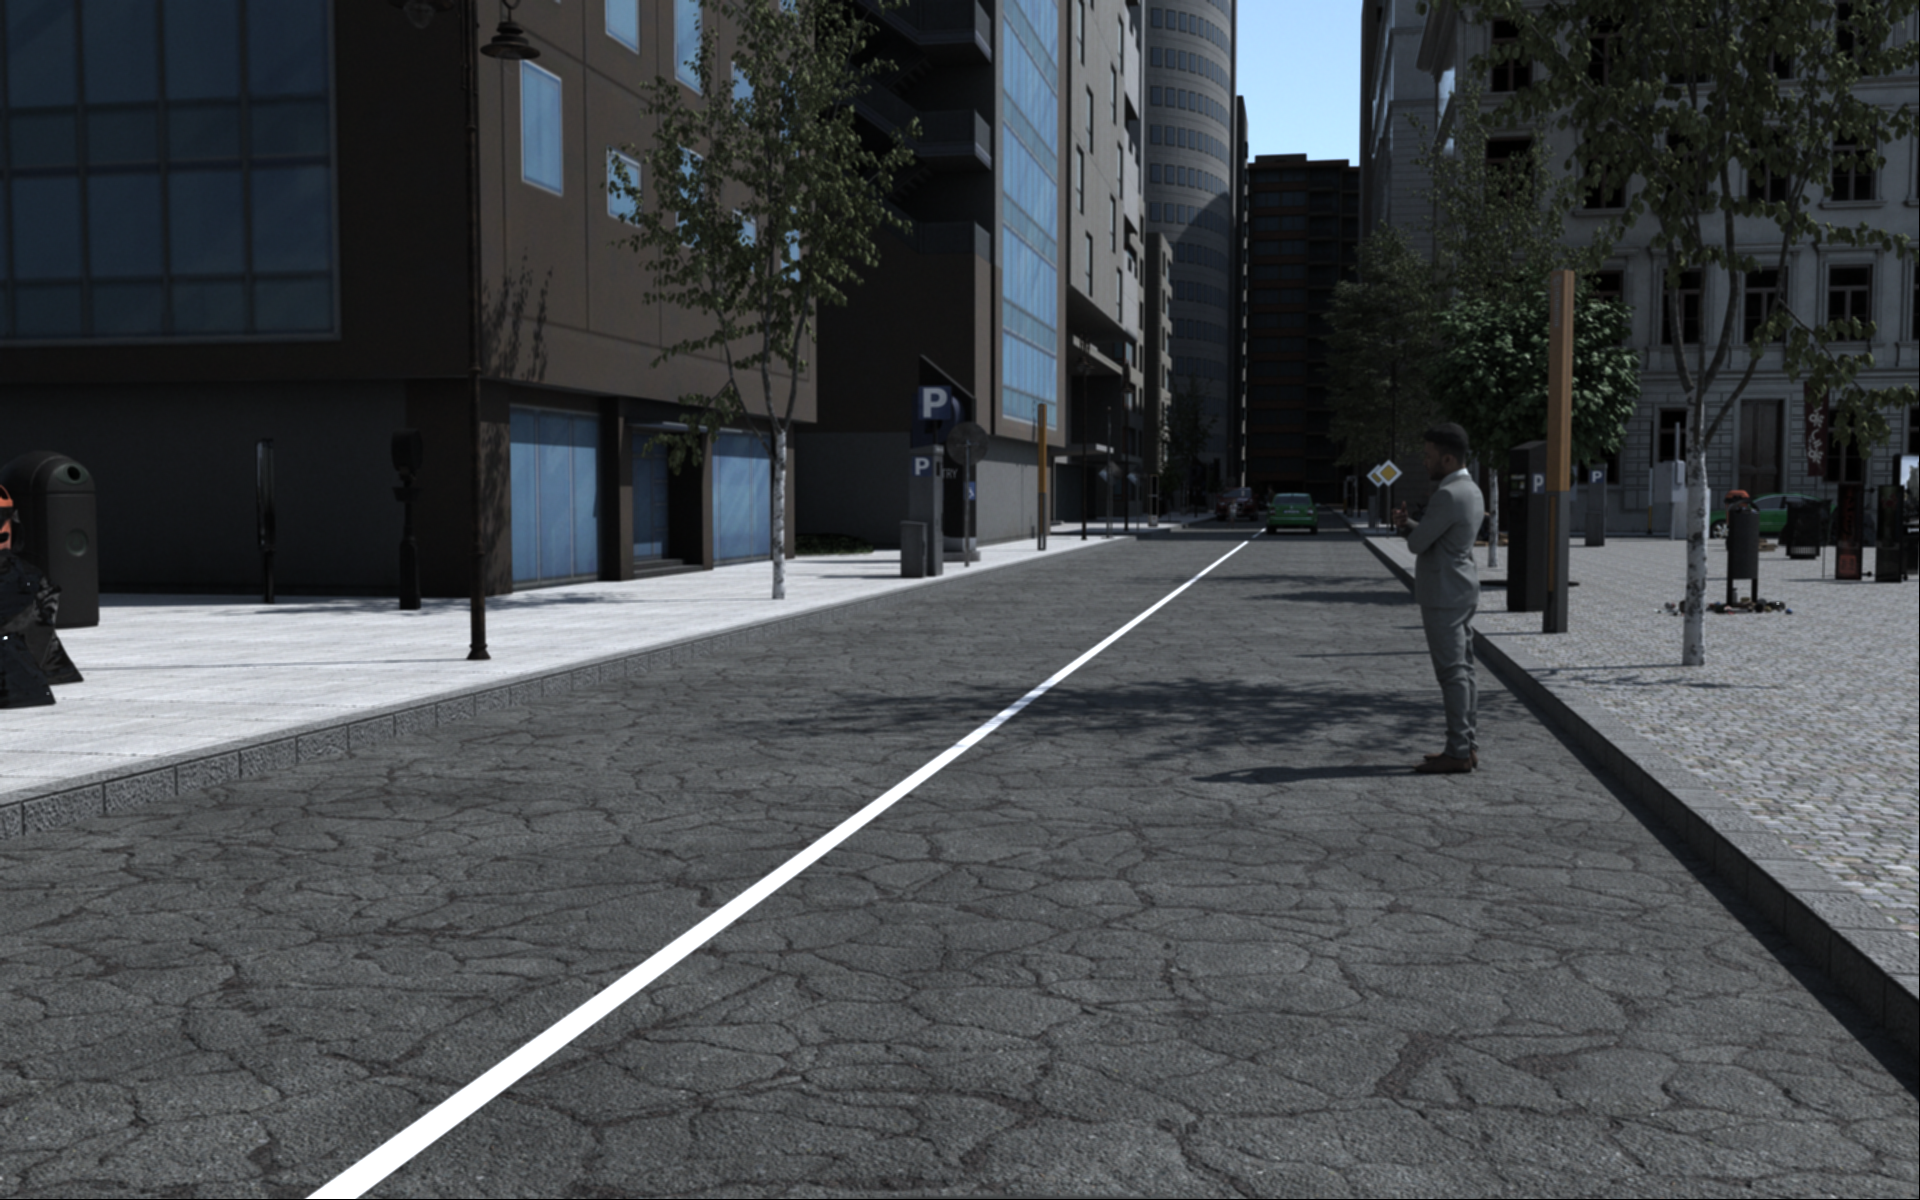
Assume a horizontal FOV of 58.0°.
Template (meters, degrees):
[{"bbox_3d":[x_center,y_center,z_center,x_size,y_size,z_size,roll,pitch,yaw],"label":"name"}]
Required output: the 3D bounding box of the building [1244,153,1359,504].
[{"bbox_3d":[40.981,-34.956,226.149,28.867,44.769,22.147,1,4,11],"label":"building"}]

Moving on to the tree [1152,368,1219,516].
[{"bbox_3d":[13.208,-9.280,102.096,4.737,8.622,4.395,0,3,0],"label":"tree"}]

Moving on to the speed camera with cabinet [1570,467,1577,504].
[{"bbox_3d":[18.835,-3.771,55.995,2.038,3.252,0.660,1,4,11],"label":"speed camera with cabinet"}]

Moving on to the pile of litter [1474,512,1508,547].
[{"bbox_3d":[13.195,-1.767,42.856,1.719,0.858,1.176,-1,4,-15],"label":"pile of litter"}]

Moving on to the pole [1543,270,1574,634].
[{"bbox_3d":[5.506,-1.351,15.928,0.158,3.312,0.155,0,3,0],"label":"pole"}]

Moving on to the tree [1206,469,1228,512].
[{"bbox_3d":[17.785,-7.807,122.245,1.663,3.219,1.824,0,3,0],"label":"tree"}]

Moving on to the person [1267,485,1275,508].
[{"bbox_3d":[13.696,-4.141,76.122,0.836,1.842,0.656,-3,5,-39],"label":"person"}]

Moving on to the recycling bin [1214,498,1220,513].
[{"bbox_3d":[17.722,-6.428,117.653,0.722,1.027,0.722,2,4,28],"label":"recycling bin"}]

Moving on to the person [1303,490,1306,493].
[{"bbox_3d":[29.855,-8.658,150.190,0.705,1.807,1.348,1,4,13],"label":"person"}]

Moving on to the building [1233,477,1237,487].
[{"bbox_3d":[11.714,-29.599,175.818,32.217,40.220,23.993,1,4,11],"label":"building"}]

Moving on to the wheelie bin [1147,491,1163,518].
[{"bbox_3d":[10.453,-5.206,93.019,0.693,1.594,0.980,2,4,25],"label":"wheelie bin"}]

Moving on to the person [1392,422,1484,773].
[{"bbox_3d":[2.493,-0.023,9.059,0.466,1.800,0.511,1,4,16],"label":"person"}]

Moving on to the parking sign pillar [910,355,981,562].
[{"bbox_3d":[-0.323,-2.731,33.123,1.447,3.967,1.447,3,4,38],"label":"parking sign pillar"}]

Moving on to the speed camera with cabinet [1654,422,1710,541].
[{"bbox_3d":[20.185,-3.305,48.375,2.038,3.252,0.660,-3,4,-38],"label":"speed camera with cabinet"}]

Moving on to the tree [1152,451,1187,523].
[{"bbox_3d":[9.321,-5.105,78.063,1.663,3.219,1.824,0,3,0],"label":"tree"}]

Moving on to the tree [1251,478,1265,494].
[{"bbox_3d":[34.181,-12.499,198.967,1.663,3.219,1.824,0,3,0],"label":"tree"}]

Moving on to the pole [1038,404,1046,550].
[{"bbox_3d":[1.867,-2.784,39.366,0.158,3.312,0.155,0,3,0],"label":"pole"}]

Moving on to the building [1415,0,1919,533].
[{"bbox_3d":[27.126,-13.743,60.855,21.152,22.565,11.583,1,4,11],"label":"building"}]

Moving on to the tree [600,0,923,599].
[{"bbox_3d":[-2.291,-4.330,21.153,4.737,8.622,4.395,0,3,0],"label":"tree"}]

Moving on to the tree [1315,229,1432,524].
[{"bbox_3d":[18.796,-9.584,74.828,7.486,12.596,7.792,0,3,0],"label":"tree"}]

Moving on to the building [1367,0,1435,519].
[{"bbox_3d":[28.601,-19.436,95.275,11.434,29.767,29.804,1,4,11],"label":"building"}]

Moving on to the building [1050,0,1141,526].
[{"bbox_3d":[-6.655,-29.717,75.115,28.713,52.752,27.495,1,4,11],"label":"building"}]

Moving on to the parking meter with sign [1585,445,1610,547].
[{"bbox_3d":[15.743,-2.850,42.864,0.543,3.016,1.738,1,4,22],"label":"parking meter with sign"}]

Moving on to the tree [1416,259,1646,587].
[{"bbox_3d":[8.096,-2.495,24.506,4.285,4.588,4.351,0,3,0],"label":"tree"}]

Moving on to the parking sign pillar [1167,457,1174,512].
[{"bbox_3d":[14.930,-8.407,125.922,1.447,3.967,1.447,-1,4,-20],"label":"parking sign pillar"}]

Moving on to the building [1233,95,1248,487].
[{"bbox_3d":[21.674,-35.116,197.855,21.600,48.544,21.300,1,4,11],"label":"building"}]

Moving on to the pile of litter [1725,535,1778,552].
[{"bbox_3d":[17.941,-1.546,39.235,1.719,0.858,1.176,-3,5,-44],"label":"pile of litter"}]

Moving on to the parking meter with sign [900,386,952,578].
[{"bbox_3d":[-0.554,-1.889,27.150,0.543,3.016,1.738,1,4,11],"label":"parking meter with sign"}]

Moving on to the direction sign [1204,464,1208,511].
[{"bbox_3d":[18.419,-8.352,128.556,0.876,3.537,0.379,0,4,0],"label":"direction sign"}]

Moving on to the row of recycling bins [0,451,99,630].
[{"bbox_3d":[-9.774,-0.527,15.726,1.069,1.692,3.534,3,5,43],"label":"row of recycling bins"}]

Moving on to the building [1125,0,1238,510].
[{"bbox_3d":[12.404,-37.089,148.407,21.231,58.520,28.212,1,4,11],"label":"building"}]

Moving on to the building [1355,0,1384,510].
[{"bbox_3d":[40.687,-30.296,145.443,14.600,45.320,14.200,1,4,11],"label":"building"}]

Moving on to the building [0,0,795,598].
[{"bbox_3d":[-11.039,-23.099,27.784,14.600,45.320,14.200,1,4,11],"label":"building"}]

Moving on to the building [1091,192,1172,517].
[{"bbox_3d":[-1.382,-16.320,111.867,27.650,21.520,28.899,1,4,11],"label":"building"}]

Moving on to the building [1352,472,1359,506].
[{"bbox_3d":[53.646,-46.026,190.771,20.563,71.187,20.611,1,4,11],"label":"building"}]

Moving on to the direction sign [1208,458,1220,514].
[{"bbox_3d":[16.192,-7.170,109.230,0.379,3.537,0.876,2,4,31],"label":"direction sign"}]

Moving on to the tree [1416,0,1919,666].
[{"bbox_3d":[5.393,-3.802,12.527,4.737,8.622,4.395,0,3,0],"label":"tree"}]

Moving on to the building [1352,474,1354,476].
[{"bbox_3d":[50.250,-33.426,166.129,23.786,49.044,30.456,1,4,11],"label":"building"}]

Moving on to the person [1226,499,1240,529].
[{"bbox_3d":[11.165,-3.503,70.794,0.505,1.210,0.382,-1,4,-16],"label":"person"}]

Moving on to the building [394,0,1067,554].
[{"bbox_3d":[-5.100,-24.253,46.645,14.200,45.320,14.600,1,4,11],"label":"building"}]

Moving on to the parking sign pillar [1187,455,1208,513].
[{"bbox_3d":[15.886,-7.796,115.941,1.447,3.967,1.447,-2,4,-34],"label":"parking sign pillar"}]
